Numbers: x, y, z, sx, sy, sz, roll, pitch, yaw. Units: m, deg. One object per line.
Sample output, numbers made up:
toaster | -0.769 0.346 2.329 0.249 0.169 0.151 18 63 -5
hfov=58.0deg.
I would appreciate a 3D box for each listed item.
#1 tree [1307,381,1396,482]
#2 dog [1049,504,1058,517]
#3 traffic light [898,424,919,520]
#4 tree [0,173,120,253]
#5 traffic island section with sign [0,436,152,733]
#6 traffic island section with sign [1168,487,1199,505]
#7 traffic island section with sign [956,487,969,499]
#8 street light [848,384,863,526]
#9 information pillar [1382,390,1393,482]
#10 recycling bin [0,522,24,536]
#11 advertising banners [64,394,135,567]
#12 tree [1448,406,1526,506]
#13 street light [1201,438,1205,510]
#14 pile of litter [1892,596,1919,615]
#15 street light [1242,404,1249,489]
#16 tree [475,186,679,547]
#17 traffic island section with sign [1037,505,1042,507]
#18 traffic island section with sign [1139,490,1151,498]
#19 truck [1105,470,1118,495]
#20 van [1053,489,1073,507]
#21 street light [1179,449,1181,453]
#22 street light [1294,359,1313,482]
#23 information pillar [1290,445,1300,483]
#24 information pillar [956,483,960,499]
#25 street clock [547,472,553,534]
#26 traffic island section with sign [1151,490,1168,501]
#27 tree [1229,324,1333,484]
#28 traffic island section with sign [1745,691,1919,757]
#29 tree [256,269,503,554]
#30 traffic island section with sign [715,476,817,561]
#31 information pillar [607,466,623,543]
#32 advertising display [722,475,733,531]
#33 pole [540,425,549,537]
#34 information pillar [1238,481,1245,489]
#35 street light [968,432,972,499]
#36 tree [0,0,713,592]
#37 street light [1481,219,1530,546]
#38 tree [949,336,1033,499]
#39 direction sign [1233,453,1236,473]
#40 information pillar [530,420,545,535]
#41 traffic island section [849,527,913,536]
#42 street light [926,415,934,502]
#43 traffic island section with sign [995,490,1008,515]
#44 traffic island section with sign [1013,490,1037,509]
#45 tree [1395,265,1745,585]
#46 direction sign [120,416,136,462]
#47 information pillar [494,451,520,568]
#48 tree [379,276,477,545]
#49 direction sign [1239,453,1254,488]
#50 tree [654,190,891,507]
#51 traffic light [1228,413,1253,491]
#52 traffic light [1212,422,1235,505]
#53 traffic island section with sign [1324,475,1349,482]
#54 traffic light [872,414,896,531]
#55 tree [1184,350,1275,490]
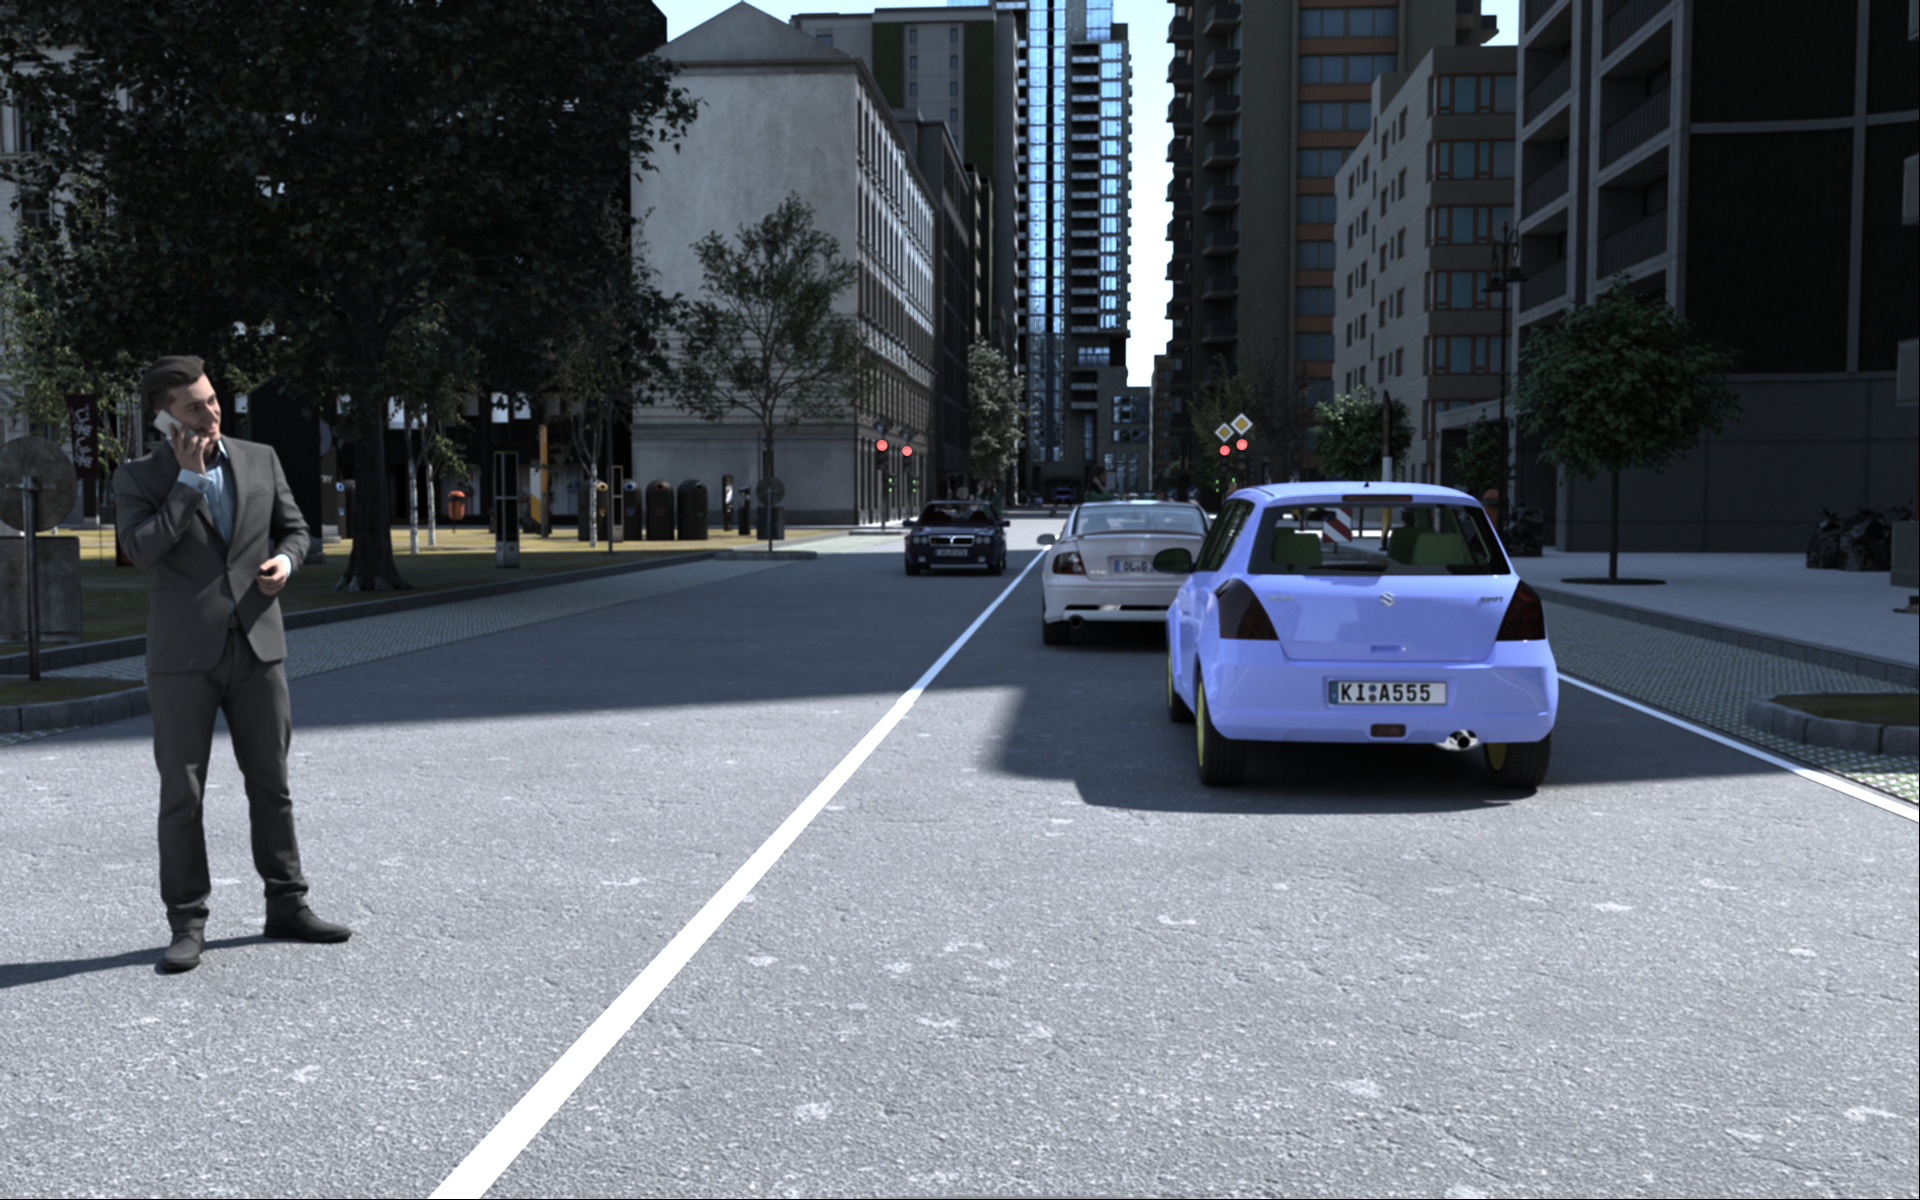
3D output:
tree | 11.667 -4.086 50.514 4.285 4.588 4.351 0 3 0
dog | 5.744 -5.629 108.870 0.800 0.831 0.513 0 4 7
traffic light | -2.052 -4.885 68.788 0.839 4.253 0.868 0 4 4
tree | -17.460 -5.212 35.578 4.737 8.622 4.395 0 3 0
traffic island section with sign | -6.313 -0.153 11.137 1.989 1.847 2.006 0 4 4
traffic island section with sign | 12.328 -5.141 92.687 1.989 1.847 2.006 0 4 4
traffic island section with sign | 0.182 -5.192 93.516 1.989 1.847 2.006 0 4 4
street light | -4.191 -5.923 69.628 0.468 5.910 1.993 0 4 4
information pillar | 9.592 -2.909 38.914 0.183 3.616 0.504 0 4 -2
recycling bin | -20.967 -1.573 38.276 0.722 1.027 0.722 0 4 -4
advertising banners | -14.751 -2.117 30.794 2.074 3.025 0.090 -3 4 -38
tree | 11.664 -2.673 38.302 1.663 3.219 1.824 0 3 0
street light | 15.892 -8.543 112.473 0.468 5.910 1.993 0 4 4
pile of litter | 10.926 -0.270 18.378 1.719 0.858 1.176 3 5 42
street light | 13.475 -6.694 82.228 0.468 5.910 1.993 0 4 4
tree | -8.816 -5.587 41.705 4.360 8.622 3.978 0 3 0
traffic island section with sign | 8.371 -11.551 197.487 1.989 1.847 2.006 0 4 4
traffic island section with sign | 20.584 -11.548 197.437 1.989 1.847 2.006 0 4 4
truck | 17.273 -13.193 204.615 2.839 4.237 11.283 0 4 5
van | 11.574 -11.619 194.351 2.240 2.365 5.245 0 4 4
street light | 18.173 -10.364 142.242 0.468 5.910 1.993 0 4 4
street light | 11.729 -5.287 59.229 0.468 5.910 1.993 0 4 4
information pillar | 15.773 -5.517 81.549 0.504 3.616 0.183 1 4 22
information pillar | -0.135 -6.585 112.159 0.304 2.012 0.304 0 4 -2
street clock | -13.225 -3.123 55.631 0.358 2.002 0.471 -1 4 -17
traffic island section with sign | 14.476 -6.809 119.956 1.989 1.847 2.006 0 4 4
tree | 13.697 -7.633 75.155 4.360 8.622 3.978 0 3 0
traffic island section with sign | 5.822 -0.094 10.173 1.989 1.847 2.006 0 4 4
tree | -11.512 -5.299 37.005 4.737 8.622 4.395 0 3 0
traffic island section with sign | -4.197 -1.797 38.009 1.989 1.847 2.006 0 4 4
information pillar | -9.106 -2.523 45.747 0.304 2.012 0.304 -2 4 -35
advertising display | -8.026 -3.340 59.829 0.123 1.923 0.974 0 4 7
pole | -12.299 -3.509 51.210 0.158 3.312 0.155 0 3 0
information pillar | 16.231 -5.826 99.750 0.304 2.012 0.304 2 4 25
street light | 0.707 -9.579 129.401 0.468 5.910 1.993 0 4 4
tree | -8.000 -6.480 22.955 9.611 12.733 9.660 0 3 0
street light | 9.234 -3.467 29.477 0.468 5.910 1.993 0 4 4
tree | 0.627 -14.183 138.550 9.857 13.997 8.962 0 3 0
direction sign | 15.549 -6.385 96.392 0.876 3.537 0.379 3 5 41
information pillar | -13.285 -3.869 54.611 0.504 3.616 0.183 0 4 -6
traffic island section | -2.718 -2.366 60.965 2.009 0.180 2.903 0 4 4
street light | -1.733 -7.759 99.644 0.468 5.910 1.993 0 4 4
traffic island section with sign | 2.349 -6.876 121.053 1.989 1.847 2.006 0 4 4
traffic island section with sign | 6.260 -9.907 170.615 1.989 1.847 2.006 0 4 4
tree | 9.405 -2.528 25.045 4.285 4.588 4.351 0 3 0
direction sign | -24.113 -3.563 50.250 0.876 3.537 0.379 3 5 39
information pillar | -7.863 -1.564 30.058 0.304 2.012 0.304 -3 5 -43
tree | -13.263 -5.656 42.842 4.360 8.622 3.978 0 3 0
direction sign | 15.657 -6.257 94.303 0.876 3.537 0.379 -3 4 -37
tree | -5.597 -7.223 52.505 7.601 10.594 8.767 -2 4 -24
traffic light | 9.695 -4.339 59.871 0.839 4.253 0.868 0 4 4
traffic light | 10.323 -4.826 67.832 0.839 4.253 0.868 0 4 4
traffic island section with sign | 7.983 -1.778 37.692 1.989 1.847 2.006 0 4 4
traffic light | -2.679 -4.398 60.827 0.839 4.253 0.868 0 4 4
tree | 13.778 -8.418 88.004 4.737 8.622 4.395 0 3 0
